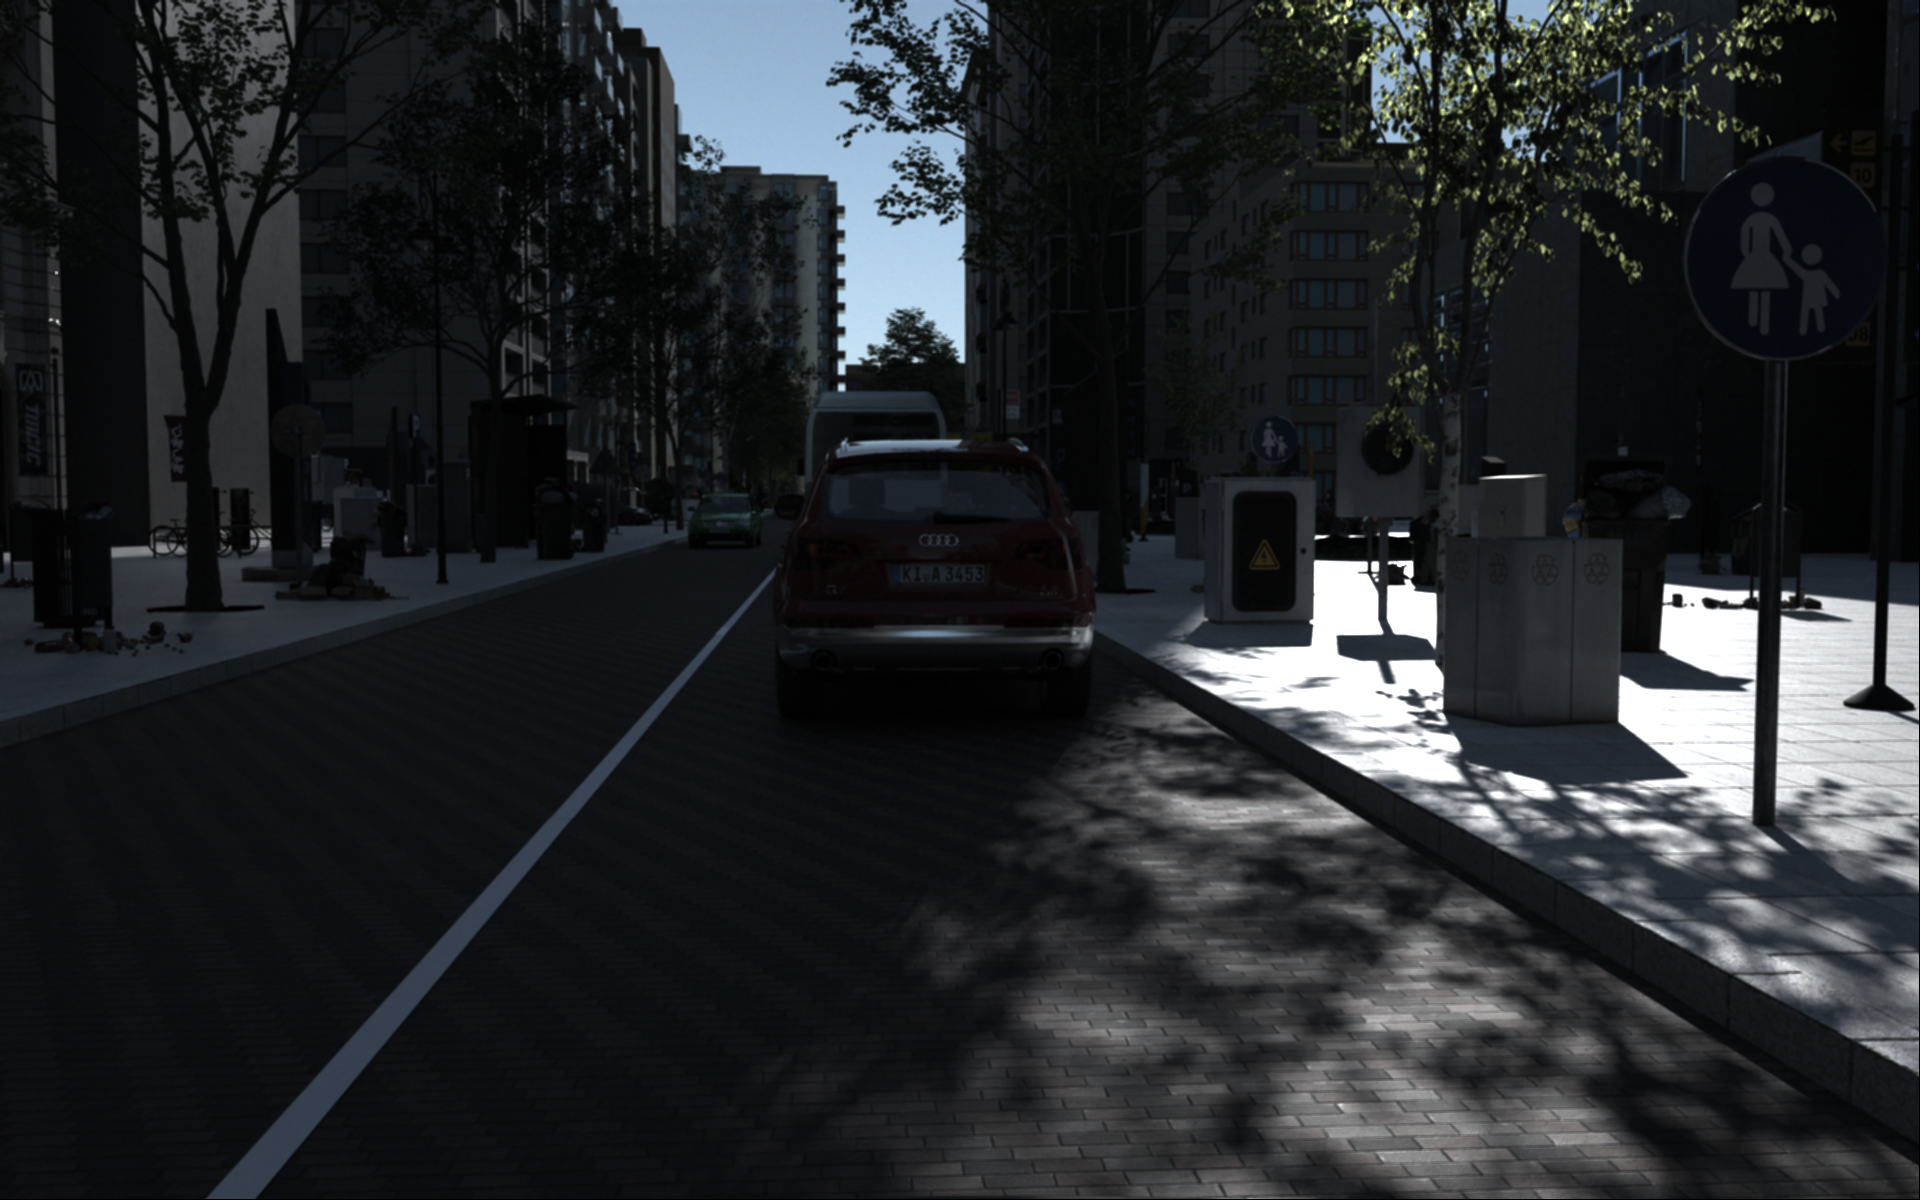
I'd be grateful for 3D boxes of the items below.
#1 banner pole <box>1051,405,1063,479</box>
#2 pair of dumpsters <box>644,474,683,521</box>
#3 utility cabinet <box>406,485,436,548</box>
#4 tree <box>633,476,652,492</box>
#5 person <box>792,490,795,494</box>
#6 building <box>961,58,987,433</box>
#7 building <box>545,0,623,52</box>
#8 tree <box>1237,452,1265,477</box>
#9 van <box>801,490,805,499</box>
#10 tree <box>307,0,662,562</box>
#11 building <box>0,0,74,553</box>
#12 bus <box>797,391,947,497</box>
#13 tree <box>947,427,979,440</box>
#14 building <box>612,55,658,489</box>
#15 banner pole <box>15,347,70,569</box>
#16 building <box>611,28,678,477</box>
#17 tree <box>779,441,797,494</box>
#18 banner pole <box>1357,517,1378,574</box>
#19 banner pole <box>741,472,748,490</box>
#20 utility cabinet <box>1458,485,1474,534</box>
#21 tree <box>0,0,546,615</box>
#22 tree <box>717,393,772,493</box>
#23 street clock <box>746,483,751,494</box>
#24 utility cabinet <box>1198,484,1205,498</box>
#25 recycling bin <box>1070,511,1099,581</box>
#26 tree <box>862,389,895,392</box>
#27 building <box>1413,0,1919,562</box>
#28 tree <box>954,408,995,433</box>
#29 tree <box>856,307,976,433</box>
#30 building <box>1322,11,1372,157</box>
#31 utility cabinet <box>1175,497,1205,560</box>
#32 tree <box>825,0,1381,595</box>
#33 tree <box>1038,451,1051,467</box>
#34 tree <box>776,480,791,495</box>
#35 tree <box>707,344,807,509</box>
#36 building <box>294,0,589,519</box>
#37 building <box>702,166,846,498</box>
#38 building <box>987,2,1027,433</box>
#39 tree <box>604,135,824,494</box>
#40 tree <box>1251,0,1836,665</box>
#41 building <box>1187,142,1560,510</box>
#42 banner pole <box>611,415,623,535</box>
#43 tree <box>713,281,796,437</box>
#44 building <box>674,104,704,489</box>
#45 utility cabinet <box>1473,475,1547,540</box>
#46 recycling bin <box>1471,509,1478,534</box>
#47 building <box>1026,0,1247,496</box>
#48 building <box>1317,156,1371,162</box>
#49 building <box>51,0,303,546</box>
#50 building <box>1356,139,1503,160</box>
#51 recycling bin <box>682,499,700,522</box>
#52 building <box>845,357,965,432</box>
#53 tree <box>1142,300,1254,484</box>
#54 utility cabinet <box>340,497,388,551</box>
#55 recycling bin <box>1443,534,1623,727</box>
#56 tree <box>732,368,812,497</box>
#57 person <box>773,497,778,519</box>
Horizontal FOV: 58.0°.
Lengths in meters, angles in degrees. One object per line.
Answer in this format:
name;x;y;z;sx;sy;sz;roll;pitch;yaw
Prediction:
banner pole;2.560;-3.238;42.966;0.863;3.779;0.401;-3;4;-38
pair of dumpsters;-14.311;-4.951;83.444;1.574;2.255;4.437;0;4;-4
utility cabinet;-12.779;-2.002;41.405;0.318;1.500;1.173;1;4;12
tree;-23.981;-8.416;132.206;1.663;3.219;1.824;0;3;0
person;-14.318;-8.614;149.738;0.661;1.777;0.834;3;5;45
building;14.872;-37.583;203.718;28.713;52.752;27.495;0;4;-4
building;-37.639;-31.296;131.300;23.786;49.044;30.456;0;4;-4
tree;13.021;-5.159;78.944;1.663;3.219;1.824;0;3;0
van;-13.636;-9.159;156.753;2.013;2.044;4.112;0;4;-4
tree;-8.544;-5.988;32.318;7.601;10.594;8.767;-1;4;-9
building;-25.647;-11.353;27.418;13.314;21.916;24.055;0;4;-4
bus;-2.090;-2.616;37.636;2.948;3.499;13.247;0;4;-5
tree;0.204;-3.381;49.886;1.663;3.219;1.824;0;3;0
building;-35.407;-28.952;156.961;14.154;41.232;14.086;0;4;-4
banner pole;-15.547;-2.408;29.383;0.401;3.779;0.863;3;5;43
building;-35.649;-31.857;170.969;14.600;45.320;14.200;0;4;-4
tree;-18.594;-14.266;183.618;4.737;8.622;4.395;0;3;0
banner pole;6.682;-2.326;28.054;0.401;3.779;0.863;1;4;19
banner pole;-17.356;-9.166;139.887;0.863;3.779;0.401;-3;5;-43
utility cabinet;12.218;-1.999;41.362;0.318;1.500;1.173;-2;4;-28
tree;-8.244;-5.693;18.838;9.928;11.665;9.643;0;3;0
tree;-14.966;-10.500;122.036;4.360;8.622;3.978;0;3;0
street clock;-14.318;-6.887;117.172;0.358;2.002;0.471;-3;4;-38
utility cabinet;5.205;-1.774;37.683;0.318;1.500;1.173;0;4;-7
recycling bin;1.670;-0.808;25.771;0.722;1.027;0.722;-2;4;-29
tree;-5.846;-12.654;141.301;8.767;10.594;7.601;0;4;3
building;24.638;-43.891;30.293;22.319;86.520;31.000;0;4;-4
tree;1.281;-11.902;144.965;4.360;8.622;3.978;0;3;0
tree;-2.743;-11.471;105.680;7.486;12.596;7.792;0;3;0
building;50.687;-50.222;259.376;20.611;71.187;20.563;0;4;-4
utility cabinet;4.598;-1.412;34.251;0.306;1.237;1.020;-1;4;-18
tree;1.819;-5.905;22.300;9.928;11.665;9.643;0;3;0
tree;3.605;-5.145;78.724;1.663;3.219;1.824;0;3;0
tree;-20.356;-12.611;200.789;1.663;3.219;1.824;0;3;0
tree;-15.293;-13.002;130.709;7.486;12.596;7.792;0;3;0
building;-32.316;-40.317;97.437;20.563;71.187;20.611;0;4;-4
building;-32.174;-38.894;255.518;30.456;49.044;23.786;0;4;-4
building;13.264;-38.750;175.567;21.231;58.520;28.212;0;4;-4
tree;-14.027;-14.594;94.499;12.611;20.169;13.585;0;3;0
tree;3.876;-3.824;12.891;4.360;8.622;3.978;0;3;0
building;30.816;-15.894;104.914;28.899;21.520;27.650;0;4;-4
banner pole;-10.834;-3.962;54.788;0.401;3.779;0.863;-1;4;-22
tree;-9.957;-7.788;61.754;8.767;10.594;7.601;0;4;-1
building;-46.622;-35.582;201.371;30.456;49.044;23.786;0;4;-4
utility cabinet;6.531;-0.727;20.572;0.318;1.500;1.173;-1;4;-8
recycling bin;8.914;-0.976;28.504;0.722;1.027;0.722;-1;4;-21
building;14.045;-42.295;129.780;20.563;71.187;20.611;0;4;-4
building;41.633;-32.268;211.175;14.086;41.232;14.154;0;4;-4
building;-32.341;-15.576;48.171;24.014;27.812;14.314;0;4;-4
building;56.772;-34.443;213.253;14.200;45.320;14.600;0;4;-4
recycling bin;-12.698;-4.202;81.257;0.722;1.027;0.722;-3;5;-42
building;-2.704;-25.405;260.405;28.899;21.520;27.650;0;4;-4
tree;9.065;-7.108;66.578;4.737;8.622;4.395;0;3;0
utility cabinet;-13.476;-1.716;39.215;1.020;1.237;0.306;-2;4;-24
recycling bin;3.270;0.161;9.926;0.722;1.027;0.722;-1;4;-19
tree;-18.381;-16.125;170.299;9.857;13.997;8.962;0;3;0
person;-10.592;-5.303;99.877;0.362;1.253;0.373;-1;4;-13
